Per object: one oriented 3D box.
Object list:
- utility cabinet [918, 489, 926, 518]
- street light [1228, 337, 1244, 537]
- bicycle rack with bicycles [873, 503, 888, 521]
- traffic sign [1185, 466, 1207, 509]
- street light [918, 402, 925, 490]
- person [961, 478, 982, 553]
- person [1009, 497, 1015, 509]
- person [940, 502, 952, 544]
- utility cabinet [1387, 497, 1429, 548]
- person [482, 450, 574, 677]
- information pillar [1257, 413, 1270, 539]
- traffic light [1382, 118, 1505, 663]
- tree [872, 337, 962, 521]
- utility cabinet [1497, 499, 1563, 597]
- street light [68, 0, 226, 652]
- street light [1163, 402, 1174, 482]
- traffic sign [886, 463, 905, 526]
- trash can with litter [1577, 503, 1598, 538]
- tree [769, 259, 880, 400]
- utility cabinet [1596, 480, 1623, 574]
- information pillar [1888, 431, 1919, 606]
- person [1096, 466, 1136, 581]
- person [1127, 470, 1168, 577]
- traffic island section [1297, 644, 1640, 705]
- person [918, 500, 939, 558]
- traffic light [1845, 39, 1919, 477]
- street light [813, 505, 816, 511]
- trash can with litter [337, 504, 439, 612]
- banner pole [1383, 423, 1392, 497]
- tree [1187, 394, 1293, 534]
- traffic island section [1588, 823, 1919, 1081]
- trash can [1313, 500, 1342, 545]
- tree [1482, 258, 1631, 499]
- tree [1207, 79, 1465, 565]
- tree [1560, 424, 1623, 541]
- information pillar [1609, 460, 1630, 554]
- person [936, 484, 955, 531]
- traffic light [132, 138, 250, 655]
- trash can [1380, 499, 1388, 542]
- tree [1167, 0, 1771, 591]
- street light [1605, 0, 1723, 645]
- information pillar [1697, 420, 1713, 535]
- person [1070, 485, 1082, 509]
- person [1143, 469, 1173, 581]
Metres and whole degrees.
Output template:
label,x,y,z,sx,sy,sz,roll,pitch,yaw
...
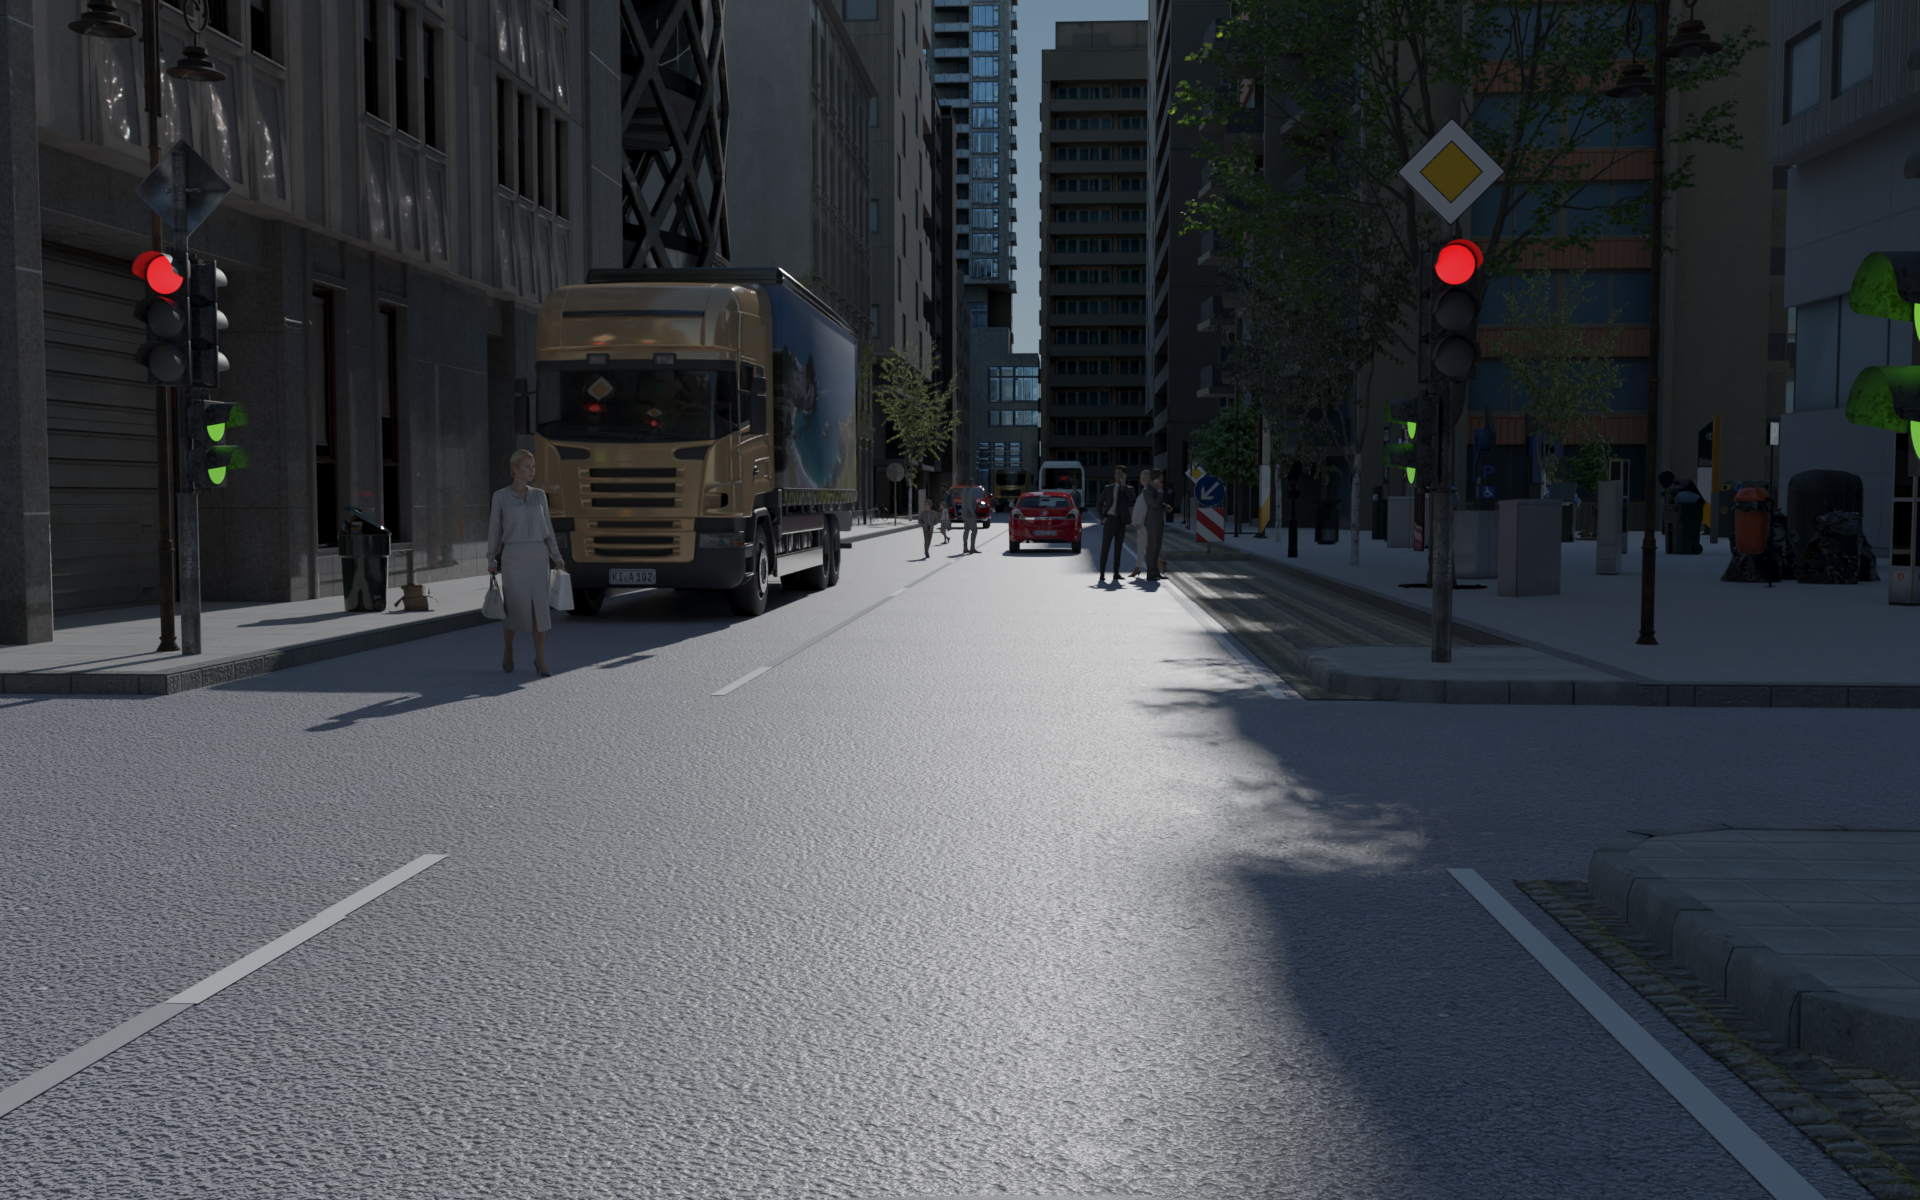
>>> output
label,x,y,z,sx,sy,sz,roll,pitch,yaw
utility cabinet,-1.775,-4.394,80.520,0.318,1.500,1.173,0,4,1
street light,8.184,-4.792,51.133,0.468,5.910,1.993,0,4,4
bicycle rack with bicycles,-4.993,-4.168,81.536,2.852,0.926,2.925,-2,4,-28
traffic sign,8.571,-3.778,62.963,0.795,2.450,0.064,1,4,10
street light,-1.929,-7.009,87.377,0.468,5.910,1.993,0,4,4
person,0.226,-2.039,41.939,0.391,1.810,0.635,-2,4,-28
person,2.611,-4.501,86.369,0.394,1.301,0.425,-3,4,-36
person,-0.383,-2.197,49.436,0.382,1.210,0.505,0,4,-8
utility cabinet,10.694,-1.837,41.190,1.020,1.237,0.306,1,4,16
person,-3.444,-0.300,13.764,0.694,1.780,0.624,-1,4,-18
information pillar,8.809,-3.591,50.072,0.183,3.616,0.504,3,5,39
traffic light,3.662,-1.481,13.129,0.839,4.253,0.868,0,4,4
tree,-2.119,-8.021,81.506,4.360,8.622,3.978,0,3,0
utility cabinet,7.206,-0.657,21.908,1.020,1.237,0.306,-3,5,-40
street light,-6.482,-2.521,14.004,0.468,5.910,1.993,0,4,4
street light,10.504,-7.008,87.371,0.468,5.910,1.993,0,4,4
traffic sign,-2.630,-4.300,70.417,0.768,2.556,0.104,0,4,4
trash can with litter,18.585,-2.406,50.720,0.624,1.170,1.055,-2,4,-34
tree,-4.969,-6.392,54.867,4.737,8.622,4.395,0,3,0
utility cabinet,10.455,-1.176,27.899,0.318,1.500,1.173,2,4,25
information pillar,10.917,-0.941,19.882,0.304,2.012,0.304,-2,4,-26
person,2.612,-1.288,28.917,0.648,1.900,0.474,-1,4,-10
person,3.263,-1.319,29.948,0.818,1.842,0.514,-1,4,-16
traffic island section,3.701,0.553,13.240,2.009,0.180,2.903,0,4,4
person,-0.703,-1.595,38.844,0.475,1.303,0.640,-1,4,-18
traffic light,3.152,-0.993,5.160,0.839,4.253,0.868,0,4,4
street light,-4.267,-4.770,50.782,0.468,5.910,1.993,0,4,4
trash can with litter,-6.301,-0.470,19.079,1.055,1.170,0.624,-1,4,-18
banner pole,13.892,-4.053,56.279,0.401,3.779,0.863,0,4,-6
tree,9.136,-4.412,55.846,4.285,4.588,4.351,0,3,0
traffic island section,3.191,1.040,5.271,2.009,0.180,2.903,0,4,4
trash can,9.328,-1.980,44.030,0.748,1.137,0.748,0,3,0
tree,18.481,-6.337,53.967,4.737,8.622,4.395,0,3,0
tree,6.989,-4.940,31.131,4.360,8.622,3.978,0,3,0
tree,17.501,-3.273,48.122,1.663,3.219,1.824,0,3,0
information pillar,14.112,-1.995,37.115,0.304,2.012,0.304,-3,5,-40
person,-0.597,-3.545,66.452,0.713,1.824,0.794,2,4,24
traffic light,-6.131,-1.518,13.737,0.839,4.253,0.868,0,4,4
trash can,11.972,-2.208,47.752,0.748,1.137,0.748,0,3,0
tree,6.667,-5.974,23.430,9.928,11.665,9.643,0,3,0
street light,5.867,-2.558,14.614,0.468,5.910,1.993,0,4,4
information pillar,23.164,-3.817,53.768,0.504,3.616,0.183,1,4,10
person,4.735,-3.883,72.168,0.661,1.801,0.590,3,5,44
person,3.300,-1.250,28.744,0.447,1.846,0.655,2,4,24
